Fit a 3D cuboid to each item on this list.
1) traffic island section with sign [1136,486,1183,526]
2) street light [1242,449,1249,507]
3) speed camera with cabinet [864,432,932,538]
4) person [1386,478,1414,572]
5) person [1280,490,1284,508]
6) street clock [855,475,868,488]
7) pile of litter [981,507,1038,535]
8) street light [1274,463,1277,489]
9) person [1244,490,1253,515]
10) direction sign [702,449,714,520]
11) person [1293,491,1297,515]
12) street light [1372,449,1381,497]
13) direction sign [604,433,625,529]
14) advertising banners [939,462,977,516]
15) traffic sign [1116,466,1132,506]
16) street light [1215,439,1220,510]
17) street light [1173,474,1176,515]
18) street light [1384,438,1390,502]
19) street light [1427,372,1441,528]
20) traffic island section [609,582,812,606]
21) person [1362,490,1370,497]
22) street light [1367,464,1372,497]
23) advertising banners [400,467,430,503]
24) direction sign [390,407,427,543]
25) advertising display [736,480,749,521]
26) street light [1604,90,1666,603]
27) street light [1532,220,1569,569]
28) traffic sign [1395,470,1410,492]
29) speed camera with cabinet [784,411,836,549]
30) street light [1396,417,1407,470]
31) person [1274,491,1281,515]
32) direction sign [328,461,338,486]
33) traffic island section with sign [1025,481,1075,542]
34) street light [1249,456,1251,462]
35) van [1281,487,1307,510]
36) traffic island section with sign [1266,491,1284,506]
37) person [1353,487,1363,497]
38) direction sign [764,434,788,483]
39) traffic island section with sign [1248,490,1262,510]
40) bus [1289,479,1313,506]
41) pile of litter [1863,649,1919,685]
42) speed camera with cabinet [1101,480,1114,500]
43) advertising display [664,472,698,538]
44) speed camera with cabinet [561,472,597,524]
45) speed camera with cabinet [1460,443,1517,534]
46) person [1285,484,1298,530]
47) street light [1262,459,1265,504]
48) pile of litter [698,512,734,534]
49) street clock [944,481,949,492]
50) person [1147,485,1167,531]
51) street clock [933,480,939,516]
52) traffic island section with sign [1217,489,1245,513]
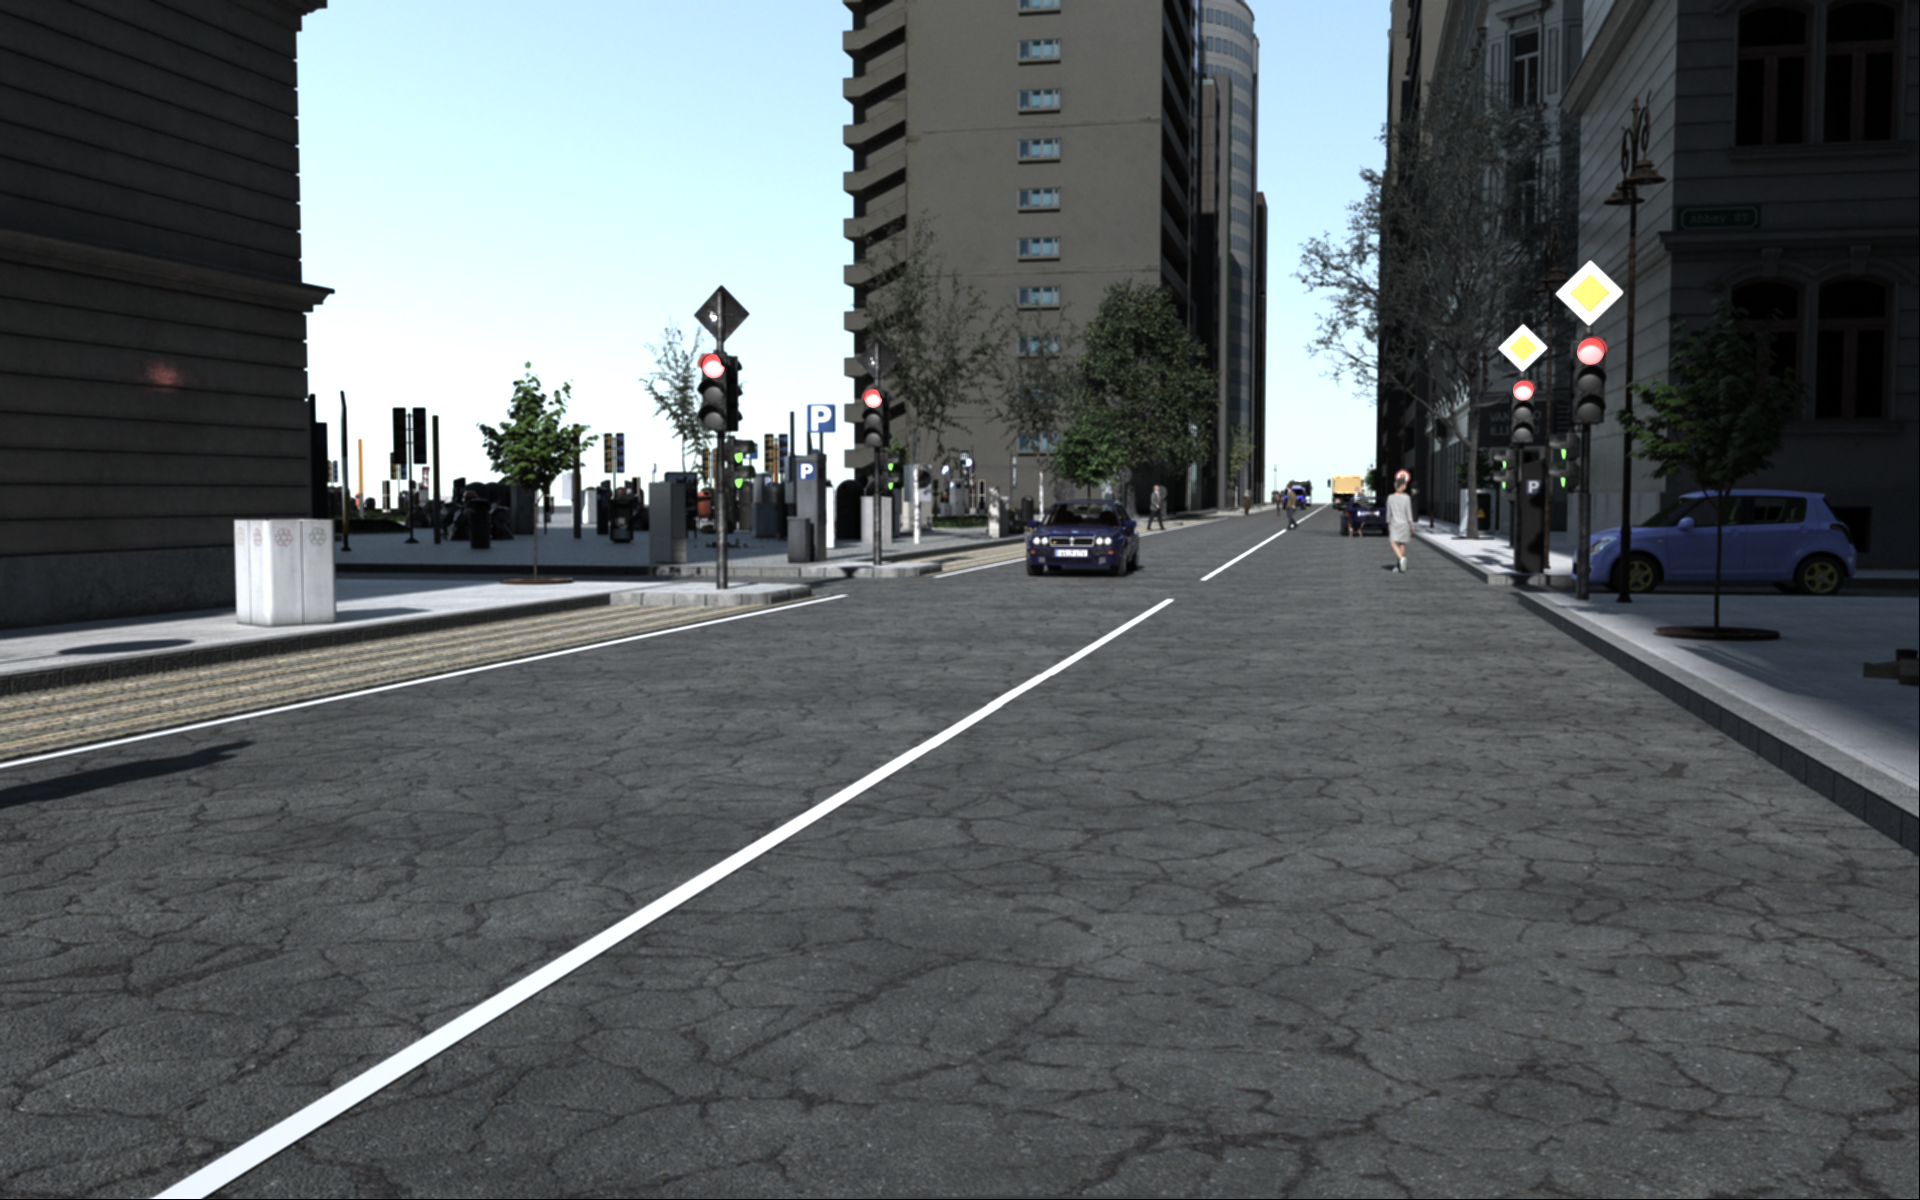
[{"bbox_3d":[9.172,-4.321,79.279,1.989,1.847,2.006,1,4,12],"label":"traffic island section with sign"},{"bbox_3d":[29.190,-12.589,178.616,0.468,5.910,1.993,1,4,12],"label":"street light"},{"bbox_3d":[-1.853,-3.474,51.135,2.038,3.252,0.660,-2,4,-30],"label":"speed camera with cabinet"},{"bbox_3d":[8.070,-1.372,31.686,0.466,1.731,0.760,0,4,-7],"label":"person"},{"bbox_3d":[32.515,-10.159,174.601,1.348,1.824,0.705,1,4,18],"label":"person"},{"bbox_3d":[-3.676,-3.677,64.691,0.471,2.002,0.358,-3,5,-44],"label":"street clock"},{"bbox_3d":[1.362,-2.532,55.357,1.719,0.858,1.176,-2,4,-32],"label":"pile of litter"},{"bbox_3d":[47.295,-17.554,259.792,0.468,5.910,1.993,1,4,12],"label":"street light"},{"bbox_3d":[20.044,-6.803,120.460,0.721,1.736,1.217,3,4,38],"label":"person"},{"bbox_3d":[-12.469,-5.792,86.698,0.876,3.537,0.379,-1,4,-23],"label":"direction sign"},{"bbox_3d":[22.590,-6.587,117.670,0.593,1.643,0.415,0,4,-6],"label":"person"},{"bbox_3d":[44.517,-12.973,184.900,0.468,5.910,1.993,1,4,12],"label":"street light"},{"bbox_3d":[-12.820,-4.420,64.271,0.876,3.537,0.379,2,4,24],"label":"direction sign"},{"bbox_3d":[-0.112,-6.094,95.828,2.074,3.025,0.090,0,4,-7],"label":"advertising banners"},{"bbox_3d":[7.505,-4.852,79.442,0.768,2.556,0.104,1,4,19],"label":"traffic sign"},{"bbox_3d":[21.216,-10.384,142.569,0.468,5.910,1.993,1,4,12],"label":"street light"},{"bbox_3d":[13.227,-8.180,106.525,0.468,5.910,1.993,1,4,12],"label":"street light"},{"bbox_3d":[34.500,-10.233,140.094,0.468,5.910,1.993,1,4,12],"label":"street light"},{"bbox_3d":[17.926,-5.679,65.634,0.468,5.910,1.993,1,4,12],"label":"street light"},{"bbox_3d":[-3.239,-0.072,23.457,2.009,0.180,2.903,1,4,12],"label":"traffic island section"},{"bbox_3d":[29.828,-7.253,127.620,0.750,1.759,0.617,-1,4,-10],"label":"person"},{"bbox_3d":[60.599,-17.397,257.225,0.468,5.910,1.993,1,4,12],"label":"street light"},{"bbox_3d":[-34.654,-6.964,110.050,2.074,3.025,0.090,-3,4,-39],"label":"advertising banners"},{"bbox_3d":[-14.380,-3.261,45.321,0.876,3.537,0.379,0,4,3],"label":"direction sign"},{"bbox_3d":[-10.367,-4.680,81.727,0.974,1.923,0.123,-3,5,-44],"label":"advertising display"},{"bbox_3d":[7.880,-2.910,20.368,0.468,5.910,1.993,1,4,12],"label":"street light"},{"bbox_3d":[10.051,-3.473,29.564,0.468,5.910,1.993,1,4,12],"label":"street light"},{"bbox_3d":[23.080,-5.517,90.306,0.768,2.556,0.104,1,4,22],"label":"traffic sign"},{"bbox_3d":[-3.566,-2.852,40.973,0.660,3.252,2.038,-2,4,-24],"label":"speed camera with cabinet"},{"bbox_3d":[26.458,-8.029,104.061,0.468,5.910,1.993,1,4,12],"label":"street light"},{"bbox_3d":[21.241,-6.480,115.922,0.415,1.643,0.593,-1,4,-15],"label":"person"},{"bbox_3d":[-42.370,-7.643,116.966,0.876,3.537,0.379,1,4,17],"label":"direction sign"},{"bbox_3d":[3.097,-2.649,51.946,1.989,1.847,2.006,1,4,12],"label":"traffic island section with sign"},{"bbox_3d":[31.288,-13.144,187.691,0.468,5.910,1.993,1,4,12],"label":"street light"},{"bbox_3d":[30.956,-9.530,160.203,2.240,2.365,5.245,1,4,14],"label":"van"},{"bbox_3d":[38.049,-12.270,209.233,1.989,1.847,2.006,1,4,12],"label":"traffic island section with sign"},{"bbox_3d":[19.669,-4.709,85.889,0.834,1.777,0.661,-3,5,-42],"label":"person"},{"bbox_3d":[-6.908,-4.476,65.179,0.876,3.537,0.379,0,4,-5],"label":"direction sign"},{"bbox_3d":[26.051,-8.968,155.256,1.989,1.847,2.006,1,4,12],"label":"traffic island section with sign"},{"bbox_3d":[40.768,-13.006,207.504,2.948,3.499,13.247,1,4,12],"label":"bus"},{"bbox_3d":[6.869,0.144,11.613,1.176,0.858,1.719,0,4,-2],"label":"pile of litter"},{"bbox_3d":[8.924,-6.757,104.811,0.660,3.252,2.038,0,4,-1],"label":"speed camera with cabinet"},{"bbox_3d":[-8.113,-2.763,50.387,0.974,1.923,0.123,-2,4,-27],"label":"advertising display"},{"bbox_3d":[-16.284,-4.899,74.439,0.660,3.252,2.038,2,4,24],"label":"speed camera with cabinet"},{"bbox_3d":[17.066,-3.732,55.346,2.038,3.252,0.660,-1,4,-9],"label":"speed camera with cabinet"},{"bbox_3d":[13.276,-3.737,69.518,0.836,1.842,0.656,-3,5,-39],"label":"person"},{"bbox_3d":[39.227,-15.350,223.765,0.468,5.910,1.993,1,4,12],"label":"street light"},{"bbox_3d":[-7.996,-2.593,56.354,1.176,0.858,1.719,2,4,30],"label":"pile of litter"},{"bbox_3d":[-0.691,-5.775,98.999,0.358,2.002,0.471,-2,4,-31],"label":"street clock"},{"bbox_3d":[7.699,-3.584,67.497,0.834,1.777,0.661,1,4,15],"label":"person"},{"bbox_3d":[-1.216,-5.004,86.393,0.358,2.002,0.471,0,4,2],"label":"street clock"},{"bbox_3d":[20.195,-7.354,128.861,1.989,1.847,2.006,1,4,12],"label":"traffic island section with sign"}]
